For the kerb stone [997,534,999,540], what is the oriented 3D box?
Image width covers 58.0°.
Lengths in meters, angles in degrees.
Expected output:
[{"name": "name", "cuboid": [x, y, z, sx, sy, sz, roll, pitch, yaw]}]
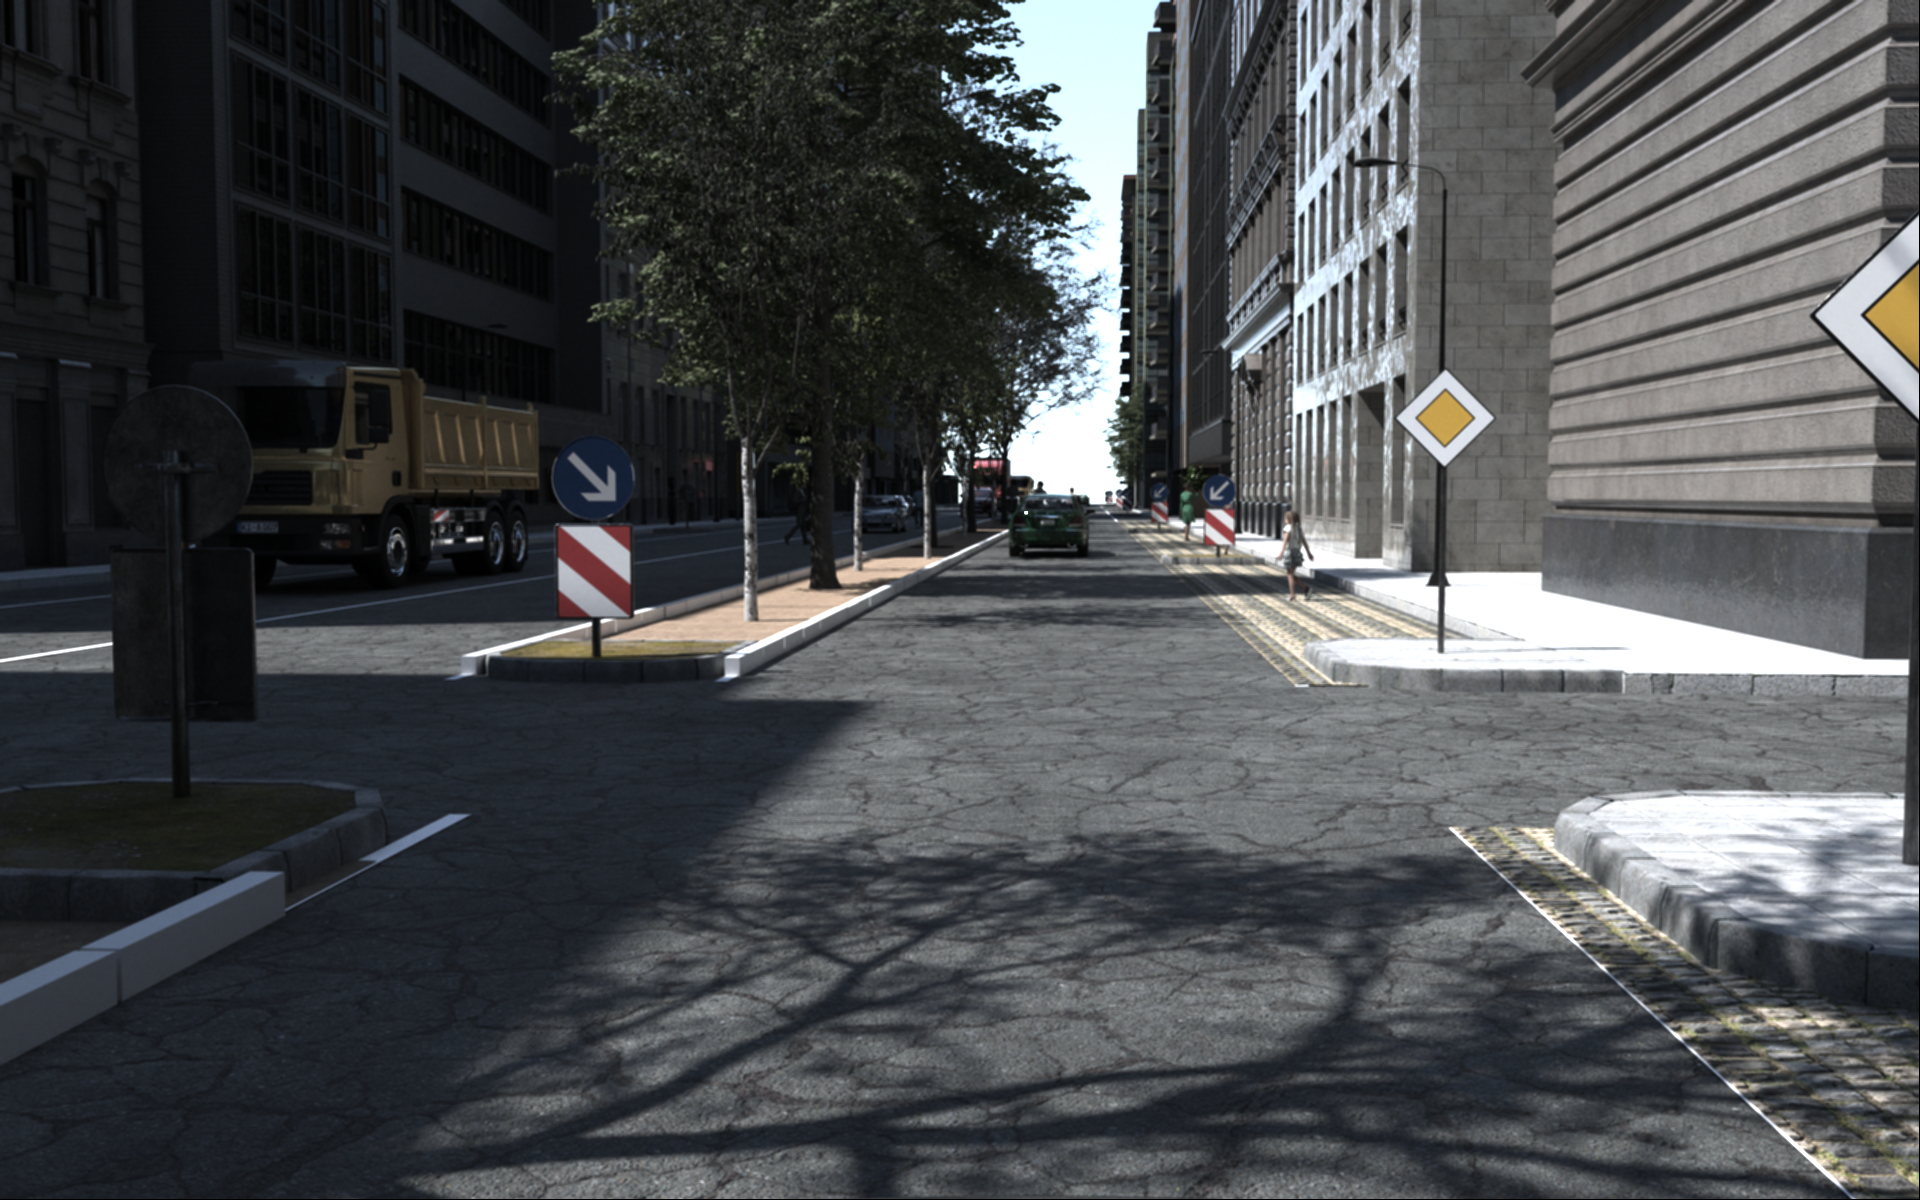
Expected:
[{"name": "kerb stone", "cuboid": [1.014, -1.820, 51.950, 0.120, 0.150, 1.000, 0, 4, 4]}]

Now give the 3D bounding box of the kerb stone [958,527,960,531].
[{"name": "kerb stone", "cuboid": [-0.191, -2.577, 64.337, 0.120, 0.150, 1.000, 0, 4, 4]}]

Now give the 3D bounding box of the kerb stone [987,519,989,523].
[{"name": "kerb stone", "cuboid": [1.164, -3.703, 82.745, 0.120, 0.150, 1.000, 0, 4, 4]}]

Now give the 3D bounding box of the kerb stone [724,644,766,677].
[{"name": "kerb stone", "cuboid": [-1.753, 0.496, 14.093, 0.120, 0.150, 1.000, 0, 4, 4]}]

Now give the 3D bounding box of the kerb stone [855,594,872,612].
[{"name": "kerb stone", "cuboid": [-1.233, 0.061, 21.260, 0.120, 0.150, 1.000, 0, 4, 4]}]

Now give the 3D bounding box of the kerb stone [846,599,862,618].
[{"name": "kerb stone", "cuboid": [-1.303, 0.128, 20.233, 0.120, 0.150, 1.000, 0, 4, 4]}]

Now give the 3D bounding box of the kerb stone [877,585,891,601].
[{"name": "kerb stone", "cuboid": [-1.081, -0.068, 23.309, 0.120, 0.150, 1.000, 0, 4, 4]}]

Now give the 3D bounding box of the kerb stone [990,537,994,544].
[{"name": "kerb stone", "cuboid": [0.795, -1.628, 48.888, 0.120, 0.150, 1.000, 0, 4, 4]}]

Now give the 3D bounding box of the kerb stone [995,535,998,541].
[{"name": "kerb stone", "cuboid": [0.944, -1.757, 50.929, 0.120, 0.150, 1.000, 0, 4, 4]}]

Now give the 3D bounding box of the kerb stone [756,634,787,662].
[{"name": "kerb stone", "cuboid": [-1.681, 0.436, 15.116, 0.120, 0.150, 1.000, 0, 4, 4]}]

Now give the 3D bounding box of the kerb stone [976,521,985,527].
[{"name": "kerb stone", "cuboid": [0.941, -3.516, 79.678, 0.120, 0.150, 1.000, 0, 4, 4]}]

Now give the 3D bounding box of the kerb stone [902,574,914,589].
[{"name": "kerb stone", "cuboid": [-0.851, -0.252, 26.375, 0.120, 0.150, 1.000, 0, 4, 4]}]

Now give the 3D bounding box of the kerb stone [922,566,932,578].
[{"name": "kerb stone", "cuboid": [-0.623, -0.443, 29.438, 0.120, 0.150, 1.000, 0, 4, 4]}]

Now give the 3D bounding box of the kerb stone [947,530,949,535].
[{"name": "kerb stone", "cuboid": [-0.559, -2.263, 59.217, 0.120, 0.150, 1.000, 0, 4, 4]}]

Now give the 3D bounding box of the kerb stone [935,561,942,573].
[{"name": "kerb stone", "cuboid": [-0.481, -0.569, 31.492, 0.120, 0.150, 1.000, 0, 4, 4]}]

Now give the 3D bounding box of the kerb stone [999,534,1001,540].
[{"name": "kerb stone", "cuboid": [1.089, -1.883, 52.974, 0.120, 0.150, 1.000, 0, 4, 4]}]

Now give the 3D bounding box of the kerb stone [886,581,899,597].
[{"name": "kerb stone", "cuboid": [-1.010, -0.127, 24.330, 0.120, 0.150, 1.000, 0, 4, 4]}]

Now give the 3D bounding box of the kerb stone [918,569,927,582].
[{"name": "kerb stone", "cuboid": [-0.695, -0.377, 28.419, 0.120, 0.150, 1.000, 0, 4, 4]}]

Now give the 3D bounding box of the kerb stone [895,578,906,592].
[{"name": "kerb stone", "cuboid": [-0.933, -0.192, 25.349, 0.120, 0.150, 1.000, 0, 4, 4]}]

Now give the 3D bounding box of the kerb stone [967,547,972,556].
[{"name": "kerb stone", "cuboid": [0.115, -1.067, 39.677, 0.120, 0.150, 1.000, 0, 4, 4]}]

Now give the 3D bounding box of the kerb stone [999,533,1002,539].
[{"name": "kerb stone", "cuboid": [1.162, -1.942, 54.004, 0.120, 0.150, 1.000, 0, 4, 4]}]

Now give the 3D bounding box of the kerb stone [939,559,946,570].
[{"name": "kerb stone", "cuboid": [-0.407, -0.630, 32.517, 0.120, 0.150, 1.000, 0, 4, 4]}]

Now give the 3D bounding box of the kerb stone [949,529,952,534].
[{"name": "kerb stone", "cuboid": [-0.481, -2.326, 60.240, 0.120, 0.150, 1.000, 0, 4, 4]}]

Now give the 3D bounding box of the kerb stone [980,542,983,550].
[{"name": "kerb stone", "cuboid": [0.417, -1.316, 43.773, 0.120, 0.150, 1.000, 0, 4, 4]}]

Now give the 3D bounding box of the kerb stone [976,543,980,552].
[{"name": "kerb stone", "cuboid": [0.344, -1.257, 42.753, 0.120, 0.150, 1.000, 0, 4, 4]}]

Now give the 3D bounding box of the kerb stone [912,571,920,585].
[{"name": "kerb stone", "cuboid": [-0.782, -0.318, 27.395, 0.120, 0.150, 1.000, 0, 4, 4]}]

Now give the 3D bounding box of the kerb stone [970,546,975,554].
[{"name": "kerb stone", "cuboid": [0.190, -1.132, 40.703, 0.120, 0.150, 1.000, 0, 4, 4]}]

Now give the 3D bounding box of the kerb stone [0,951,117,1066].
[{"name": "kerb stone", "cuboid": [-2.463, 1.090, 4.368, 0.120, 0.150, 1.000, 0, 4, 4]}]

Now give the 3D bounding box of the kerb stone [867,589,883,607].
[{"name": "kerb stone", "cuboid": [-1.148, -0.006, 22.290, 0.120, 0.150, 1.000, 0, 4, 4]}]

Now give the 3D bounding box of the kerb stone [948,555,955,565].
[{"name": "kerb stone", "cuboid": [-0.255, -0.756, 34.562, 0.120, 0.150, 1.000, 0, 4, 4]}]

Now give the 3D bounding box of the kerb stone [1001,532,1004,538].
[{"name": "kerb stone", "cuboid": [1.236, -2.008, 55.023, 0.120, 0.150, 1.000, 0, 4, 4]}]

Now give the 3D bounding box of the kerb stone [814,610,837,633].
[{"name": "kerb stone", "cuboid": [-1.448, 0.245, 18.183, 0.120, 0.150, 1.000, 0, 4, 4]}]

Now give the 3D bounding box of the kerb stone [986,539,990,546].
[{"name": "kerb stone", "cuboid": [0.645, -1.507, 46.833, 0.120, 0.150, 1.000, 0, 4, 4]}]

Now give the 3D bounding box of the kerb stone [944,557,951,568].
[{"name": "kerb stone", "cuboid": [-0.332, -0.694, 33.543, 0.120, 0.150, 1.000, 0, 4, 4]}]

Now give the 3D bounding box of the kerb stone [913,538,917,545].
[{"name": "kerb stone", "cuboid": [-1.375, -1.578, 47.989, 0.120, 0.150, 1.000, 0, 4, 4]}]

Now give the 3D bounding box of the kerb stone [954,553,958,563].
[{"name": "kerb stone", "cuboid": [-0.180, -0.818, 35.589, 0.120, 0.150, 1.000, 0, 4, 4]}]

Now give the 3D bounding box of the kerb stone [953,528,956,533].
[{"name": "kerb stone", "cuboid": [-0.328, -2.452, 62.290, 0.120, 0.150, 1.000, 0, 4, 4]}]

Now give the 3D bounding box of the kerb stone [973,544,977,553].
[{"name": "kerb stone", "cuboid": [0.268, -1.193, 41.722, 0.120, 0.150, 1.000, 0, 4, 4]}]

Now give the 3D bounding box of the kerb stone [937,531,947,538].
[{"name": "kerb stone", "cuboid": [-0.633, -2.202, 58.198, 0.120, 0.150, 1.000, 0, 4, 4]}]

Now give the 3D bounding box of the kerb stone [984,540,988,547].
[{"name": "kerb stone", "cuboid": [0.573, -1.444, 45.811, 0.120, 0.150, 1.000, 0, 4, 4]}]

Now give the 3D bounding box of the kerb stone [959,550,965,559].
[{"name": "kerb stone", "cuboid": [-0.036, -0.937, 37.628, 0.120, 0.150, 1.000, 0, 4, 4]}]

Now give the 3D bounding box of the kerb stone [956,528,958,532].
[{"name": "kerb stone", "cuboid": [-0.255, -2.512, 63.315, 0.120, 0.150, 1.000, 0, 4, 4]}]

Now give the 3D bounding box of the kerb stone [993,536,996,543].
[{"name": "kerb stone", "cuboid": [0.867, -1.695, 49.910, 0.120, 0.150, 1.000, 0, 4, 4]}]

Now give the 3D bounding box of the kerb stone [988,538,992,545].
[{"name": "kerb stone", "cuboid": [0.719, -1.564, 47.856, 0.120, 0.150, 1.000, 0, 4, 4]}]

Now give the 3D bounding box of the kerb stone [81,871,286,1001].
[{"name": "kerb stone", "cuboid": [-2.389, 1.028, 5.389, 0.120, 0.150, 1.000, 0, 4, 4]}]

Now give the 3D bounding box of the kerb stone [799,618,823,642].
[{"name": "kerb stone", "cuboid": [-1.523, 0.312, 17.164, 0.120, 0.150, 1.000, 0, 4, 4]}]

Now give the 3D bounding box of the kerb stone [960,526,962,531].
[{"name": "kerb stone", "cuboid": [-0.105, -2.640, 65.365, 0.120, 0.150, 1.000, 0, 4, 4]}]

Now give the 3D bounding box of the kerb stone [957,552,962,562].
[{"name": "kerb stone", "cuboid": [-0.105, -0.873, 36.608, 0.120, 0.150, 1.000, 0, 4, 4]}]

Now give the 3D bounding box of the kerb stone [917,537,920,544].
[{"name": "kerb stone", "cuboid": [-1.309, -1.640, 49.011, 0.120, 0.150, 1.000, 0, 4, 4]}]

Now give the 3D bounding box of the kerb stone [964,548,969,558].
[{"name": "kerb stone", "cuboid": [0.046, -1.007, 38.655, 0.120, 0.150, 1.000, 0, 4, 4]}]

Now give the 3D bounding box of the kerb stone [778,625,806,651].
[{"name": "kerb stone", "cuboid": [-1.603, 0.371, 16.141, 0.120, 0.150, 1.000, 0, 4, 4]}]

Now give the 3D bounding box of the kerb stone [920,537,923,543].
[{"name": "kerb stone", "cuboid": [-1.238, -1.702, 50.031, 0.120, 0.150, 1.000, 0, 4, 4]}]

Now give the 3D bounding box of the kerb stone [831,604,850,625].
[{"name": "kerb stone", "cuboid": [-1.377, 0.183, 19.202, 0.120, 0.150, 1.000, 0, 4, 4]}]

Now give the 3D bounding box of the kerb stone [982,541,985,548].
[{"name": "kerb stone", "cuboid": [0.499, -1.382, 44.791, 0.120, 0.150, 1.000, 0, 4, 4]}]

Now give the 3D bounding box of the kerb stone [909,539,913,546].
[{"name": "kerb stone", "cuboid": [-1.449, -1.514, 46.957, 0.120, 0.150, 1.000, 0, 4, 4]}]

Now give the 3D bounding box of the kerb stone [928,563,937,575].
[{"name": "kerb stone", "cuboid": [-0.554, -0.506, 30.471, 0.120, 0.150, 1.000, 0, 4, 4]}]
